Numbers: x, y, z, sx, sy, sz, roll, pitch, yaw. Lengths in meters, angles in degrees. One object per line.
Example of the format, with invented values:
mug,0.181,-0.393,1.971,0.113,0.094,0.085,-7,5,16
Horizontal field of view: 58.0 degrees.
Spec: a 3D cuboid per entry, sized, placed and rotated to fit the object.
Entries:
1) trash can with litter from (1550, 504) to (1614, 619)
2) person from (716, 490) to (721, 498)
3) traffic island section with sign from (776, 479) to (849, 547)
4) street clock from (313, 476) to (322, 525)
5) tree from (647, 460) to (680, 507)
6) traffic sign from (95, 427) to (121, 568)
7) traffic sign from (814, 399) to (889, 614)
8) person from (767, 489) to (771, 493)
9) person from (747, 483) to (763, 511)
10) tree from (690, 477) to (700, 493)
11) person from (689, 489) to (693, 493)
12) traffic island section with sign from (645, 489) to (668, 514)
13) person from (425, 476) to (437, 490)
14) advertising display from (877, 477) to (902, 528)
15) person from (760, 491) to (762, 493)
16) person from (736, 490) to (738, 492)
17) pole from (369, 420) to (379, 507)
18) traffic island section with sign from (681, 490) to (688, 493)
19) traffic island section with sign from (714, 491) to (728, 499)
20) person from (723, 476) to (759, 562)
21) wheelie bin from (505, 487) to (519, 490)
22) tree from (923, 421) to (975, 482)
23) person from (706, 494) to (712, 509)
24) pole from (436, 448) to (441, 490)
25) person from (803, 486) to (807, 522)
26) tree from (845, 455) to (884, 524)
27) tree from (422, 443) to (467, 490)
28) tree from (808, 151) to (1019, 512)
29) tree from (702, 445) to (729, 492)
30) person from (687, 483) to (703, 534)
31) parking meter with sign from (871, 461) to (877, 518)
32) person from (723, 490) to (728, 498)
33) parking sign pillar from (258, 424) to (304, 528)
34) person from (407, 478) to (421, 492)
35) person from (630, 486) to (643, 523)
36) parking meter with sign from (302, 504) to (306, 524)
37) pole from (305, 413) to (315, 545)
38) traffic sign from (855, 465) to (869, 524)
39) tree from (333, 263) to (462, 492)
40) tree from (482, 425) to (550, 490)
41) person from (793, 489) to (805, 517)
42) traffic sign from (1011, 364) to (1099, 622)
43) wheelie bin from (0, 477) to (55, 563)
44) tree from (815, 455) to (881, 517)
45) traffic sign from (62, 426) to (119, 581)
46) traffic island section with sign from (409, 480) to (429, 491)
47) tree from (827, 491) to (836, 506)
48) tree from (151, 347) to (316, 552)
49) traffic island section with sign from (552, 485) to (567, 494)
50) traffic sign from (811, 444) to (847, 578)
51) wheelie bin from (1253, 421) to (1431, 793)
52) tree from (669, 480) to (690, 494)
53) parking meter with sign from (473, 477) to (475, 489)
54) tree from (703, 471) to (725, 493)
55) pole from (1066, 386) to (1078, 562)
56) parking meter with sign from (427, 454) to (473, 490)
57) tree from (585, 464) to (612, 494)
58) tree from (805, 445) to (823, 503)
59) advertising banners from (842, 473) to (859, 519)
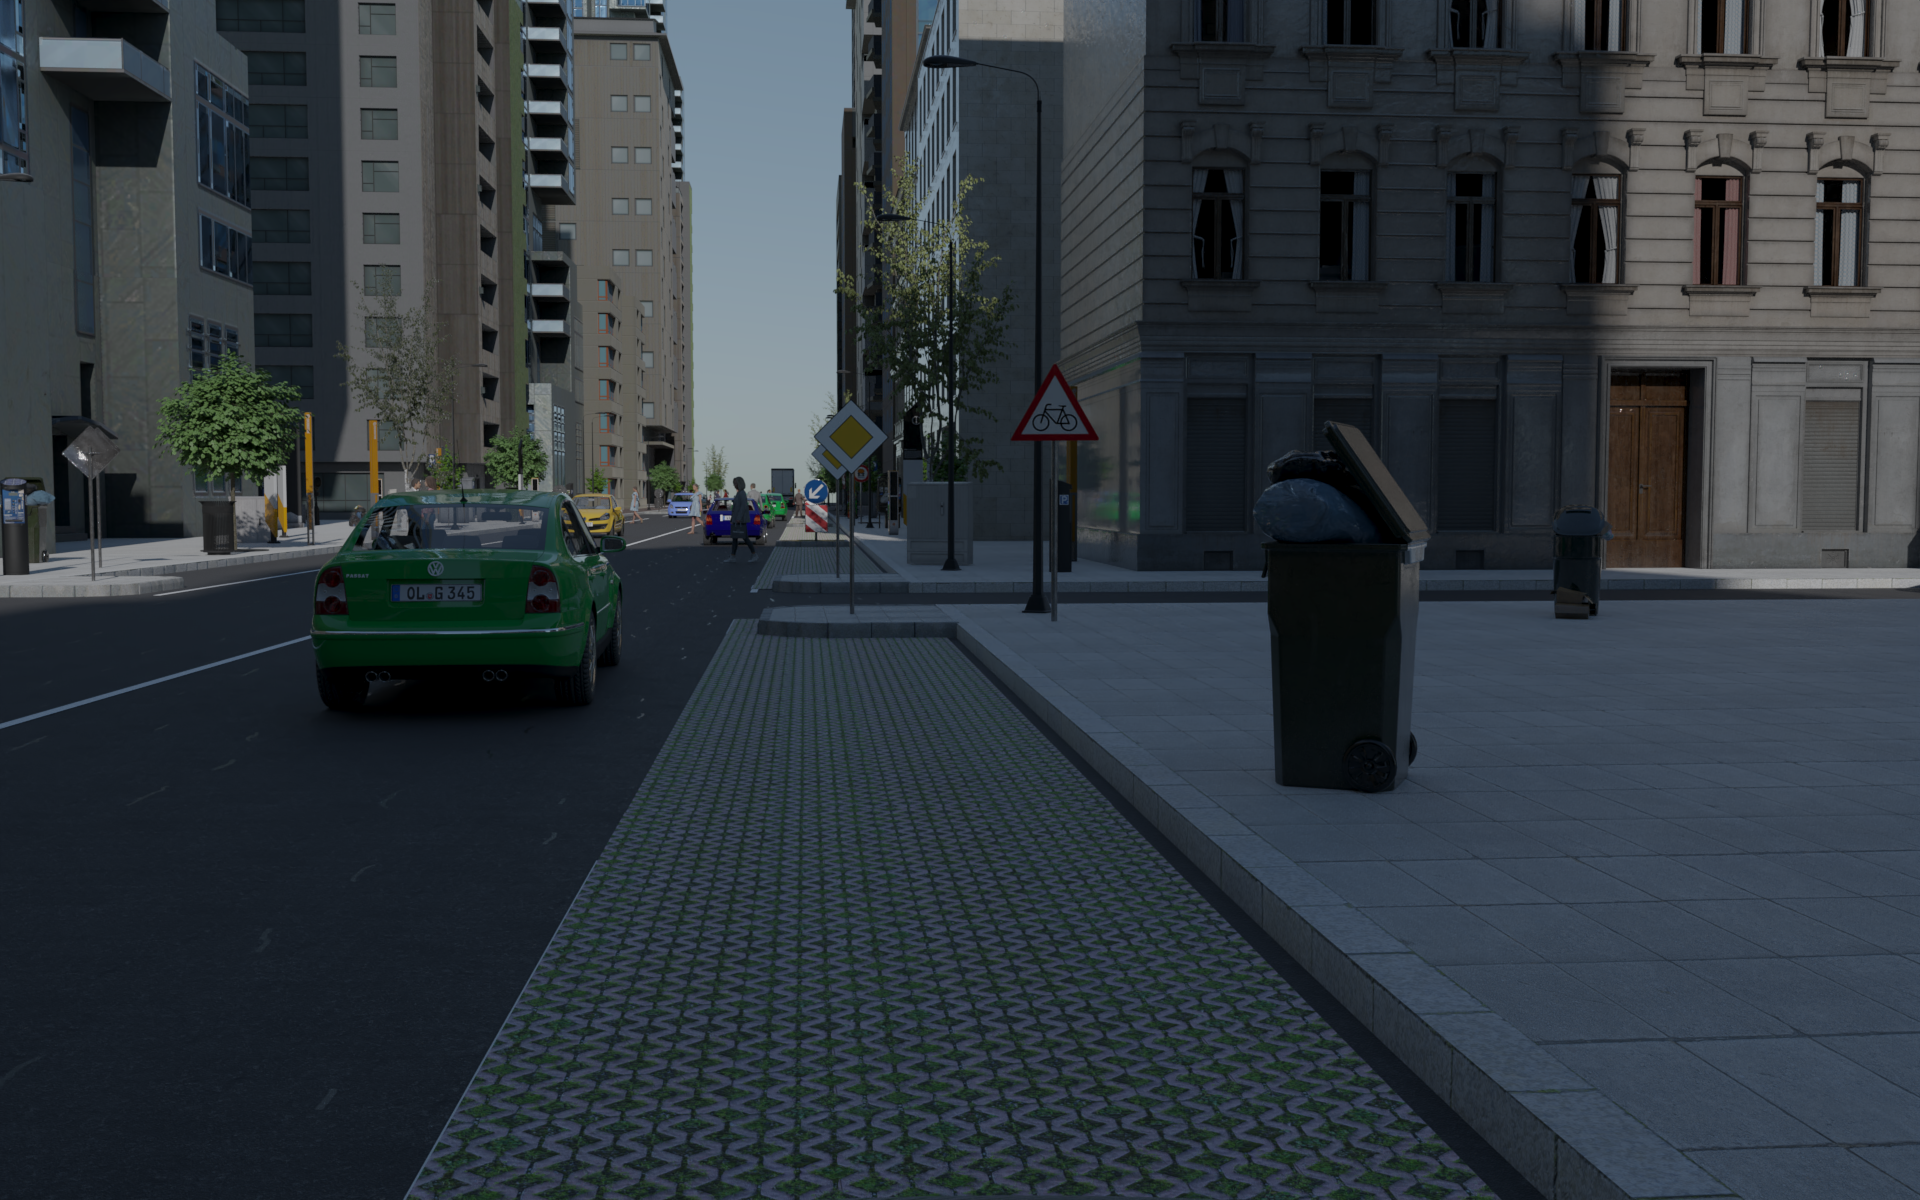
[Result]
trash can with litter,6.502,-0.411,18.110,0.624,1.170,1.055,1,4,20
person,-17.856,-7.243,127.837,0.530,1.710,0.541,-1,4,-19
traffic island section with sign,-4.048,-2.372,47.418,1.989,1.847,2.006,0,4,-5
street clock,-26.329,-4.052,70.815,0.358,2.002,0.471,1,4,16
tree,-28.756,-11.265,167.897,4.285,4.588,4.351,0,3,0
traffic sign,-14.953,-1.766,30.064,0.795,2.450,0.064,0,4,-1
traffic sign,-1.158,-0.907,18.469,0.795,2.450,0.064,0,4,-5
person,-11.964,-6.133,109.570,0.721,1.735,1.217,0,4,8
person,-7.202,-3.147,60.074,0.709,1.813,0.853,-3,5,-41
tree,-29.776,-12.178,193.709,1.663,3.219,1.824,0,3,0
person,-16.941,-6.159,109.913,0.721,1.735,1.217,0,4,-4
traffic island section with sign,-21.722,-7.129,125.194,1.989,1.847,2.006,0,4,-5
person,-11.491,-1.771,37.465,0.388,1.821,0.555,-2,4,-30
advertising display,-2.638,-3.645,64.817,0.974,1.923,0.123,-2,4,-31
person,-22.583,-11.468,196.710,1.217,1.736,0.721,0,4,1
person,-12.111,-5.226,94.345,0.834,1.777,0.661,0,4,8
pole,-16.247,-3.315,48.037,0.158,3.312,0.155,0,3,0
traffic island section with sign,-24.129,-8.772,152.042,1.989,1.847,2.006,0,4,-5
traffic island section with sign,-29.020,-12.118,206.757,1.989,1.847,2.006,0,4,-5
person,-4.574,-1.686,36.257,0.728,1.800,0.709,-1,4,-18
wheelie bin,-20.450,-4.368,79.324,0.980,1.594,0.693,0,4,-3
tree,-0.298,-3.117,45.564,1.663,3.219,1.824,0,3,0
person,-20.804,-8.077,143.740,0.799,1.438,0.628,2,4,32
pole,-23.147,-5.086,77.001,0.158,3.312,0.155,0,3,0
person,-7.856,-4.941,89.094,0.447,1.846,0.655,-3,4,-36
tree,-3.971,-4.974,75.929,1.663,3.219,1.824,0,3,0
tree,-19.795,-4.398,66.503,1.663,3.219,1.824,0,3,0
tree,-0.635,-5.316,37.277,4.737,8.622,4.395,0,3,0
tree,-35.377,-18.434,251.752,4.737,8.622,4.395,0,3,0
person,-9.452,-3.280,62.220,0.778,1.811,0.616,-2,4,-29
parking meter with sign,-4.642,-5.876,92.335,0.543,3.016,1.738,0,3,0
person,-20.796,-8.864,153.372,0.705,1.831,1.348,1,4,13
parking sign pillar,-25.759,-4.733,65.851,1.447,3.967,1.447,-1,4,-18
person,-14.339,-2.260,45.301,0.795,1.843,0.661,1,4,15
person,-15.718,-4.622,84.158,0.778,1.811,0.616,1,4,23
parking meter with sign,-29.084,-4.822,75.107,1.738,3.016,0.543,2,4,31
pole,-16.302,-3.032,43.414,0.158,3.312,0.155,0,3,0
traffic sign,-4.249,-4.547,74.448,0.768,2.556,0.104,0,4,-2
tree,-17.592,-6.395,54.914,4.360,8.622,3.978,0,3,0
tree,-21.105,-6.047,82.576,4.285,4.588,4.351,0,3,0
person,-10.183,-6.162,109.802,0.990,1.755,0.434,3,4,36
traffic sign,0.948,-1.063,17.382,0.884,2.594,0.081,0,4,0
wheelie bin,-17.328,-1.483,32.156,0.980,1.594,0.693,-1,4,-13
tree,-6.128,-6.991,98.015,4.285,4.588,4.351,0,3,0
traffic sign,-12.772,-1.335,25.471,0.795,2.450,0.064,0,4,-5
traffic island section with sign,-14.737,-2.357,47.168,1.989,1.847,2.006,0,4,-5
tree,-14.057,-11.959,190.122,1.663,3.219,1.824,0,3,0
tree,-16.230,-3.372,38.847,4.285,4.588,4.351,0,3,0
traffic island section with sign,-17.170,-4.017,74.305,1.989,1.847,2.006,0,4,-5
traffic sign,-1.869,-1.393,26.423,0.795,2.450,0.064,0,4,-5
wheelie bin,1.690,0.013,7.698,0.693,1.594,0.980,1,4,23
tree,-28.115,-10.833,171.724,1.663,3.219,1.824,0,3,0
parking meter with sign,-22.513,-5.058,78.951,1.738,3.016,0.543,0,4,-2
tree,-34.110,-15.670,239.925,4.285,4.588,4.351,0,3,0
pole,2.119,-2.384,32.820,0.158,3.312,0.155,0,3,0
parking meter with sign,-22.377,-4.867,75.835,1.738,3.016,0.543,1,4,12
tree,-23.129,-7.070,110.191,1.663,3.219,1.824,0,3,0
tree,-20.441,-18.578,254.105,4.360,8.622,3.978,0,3,0
advertising banners,-5.722,-5.727,89.821,0.090,3.025,2.074,-2,4,-27
